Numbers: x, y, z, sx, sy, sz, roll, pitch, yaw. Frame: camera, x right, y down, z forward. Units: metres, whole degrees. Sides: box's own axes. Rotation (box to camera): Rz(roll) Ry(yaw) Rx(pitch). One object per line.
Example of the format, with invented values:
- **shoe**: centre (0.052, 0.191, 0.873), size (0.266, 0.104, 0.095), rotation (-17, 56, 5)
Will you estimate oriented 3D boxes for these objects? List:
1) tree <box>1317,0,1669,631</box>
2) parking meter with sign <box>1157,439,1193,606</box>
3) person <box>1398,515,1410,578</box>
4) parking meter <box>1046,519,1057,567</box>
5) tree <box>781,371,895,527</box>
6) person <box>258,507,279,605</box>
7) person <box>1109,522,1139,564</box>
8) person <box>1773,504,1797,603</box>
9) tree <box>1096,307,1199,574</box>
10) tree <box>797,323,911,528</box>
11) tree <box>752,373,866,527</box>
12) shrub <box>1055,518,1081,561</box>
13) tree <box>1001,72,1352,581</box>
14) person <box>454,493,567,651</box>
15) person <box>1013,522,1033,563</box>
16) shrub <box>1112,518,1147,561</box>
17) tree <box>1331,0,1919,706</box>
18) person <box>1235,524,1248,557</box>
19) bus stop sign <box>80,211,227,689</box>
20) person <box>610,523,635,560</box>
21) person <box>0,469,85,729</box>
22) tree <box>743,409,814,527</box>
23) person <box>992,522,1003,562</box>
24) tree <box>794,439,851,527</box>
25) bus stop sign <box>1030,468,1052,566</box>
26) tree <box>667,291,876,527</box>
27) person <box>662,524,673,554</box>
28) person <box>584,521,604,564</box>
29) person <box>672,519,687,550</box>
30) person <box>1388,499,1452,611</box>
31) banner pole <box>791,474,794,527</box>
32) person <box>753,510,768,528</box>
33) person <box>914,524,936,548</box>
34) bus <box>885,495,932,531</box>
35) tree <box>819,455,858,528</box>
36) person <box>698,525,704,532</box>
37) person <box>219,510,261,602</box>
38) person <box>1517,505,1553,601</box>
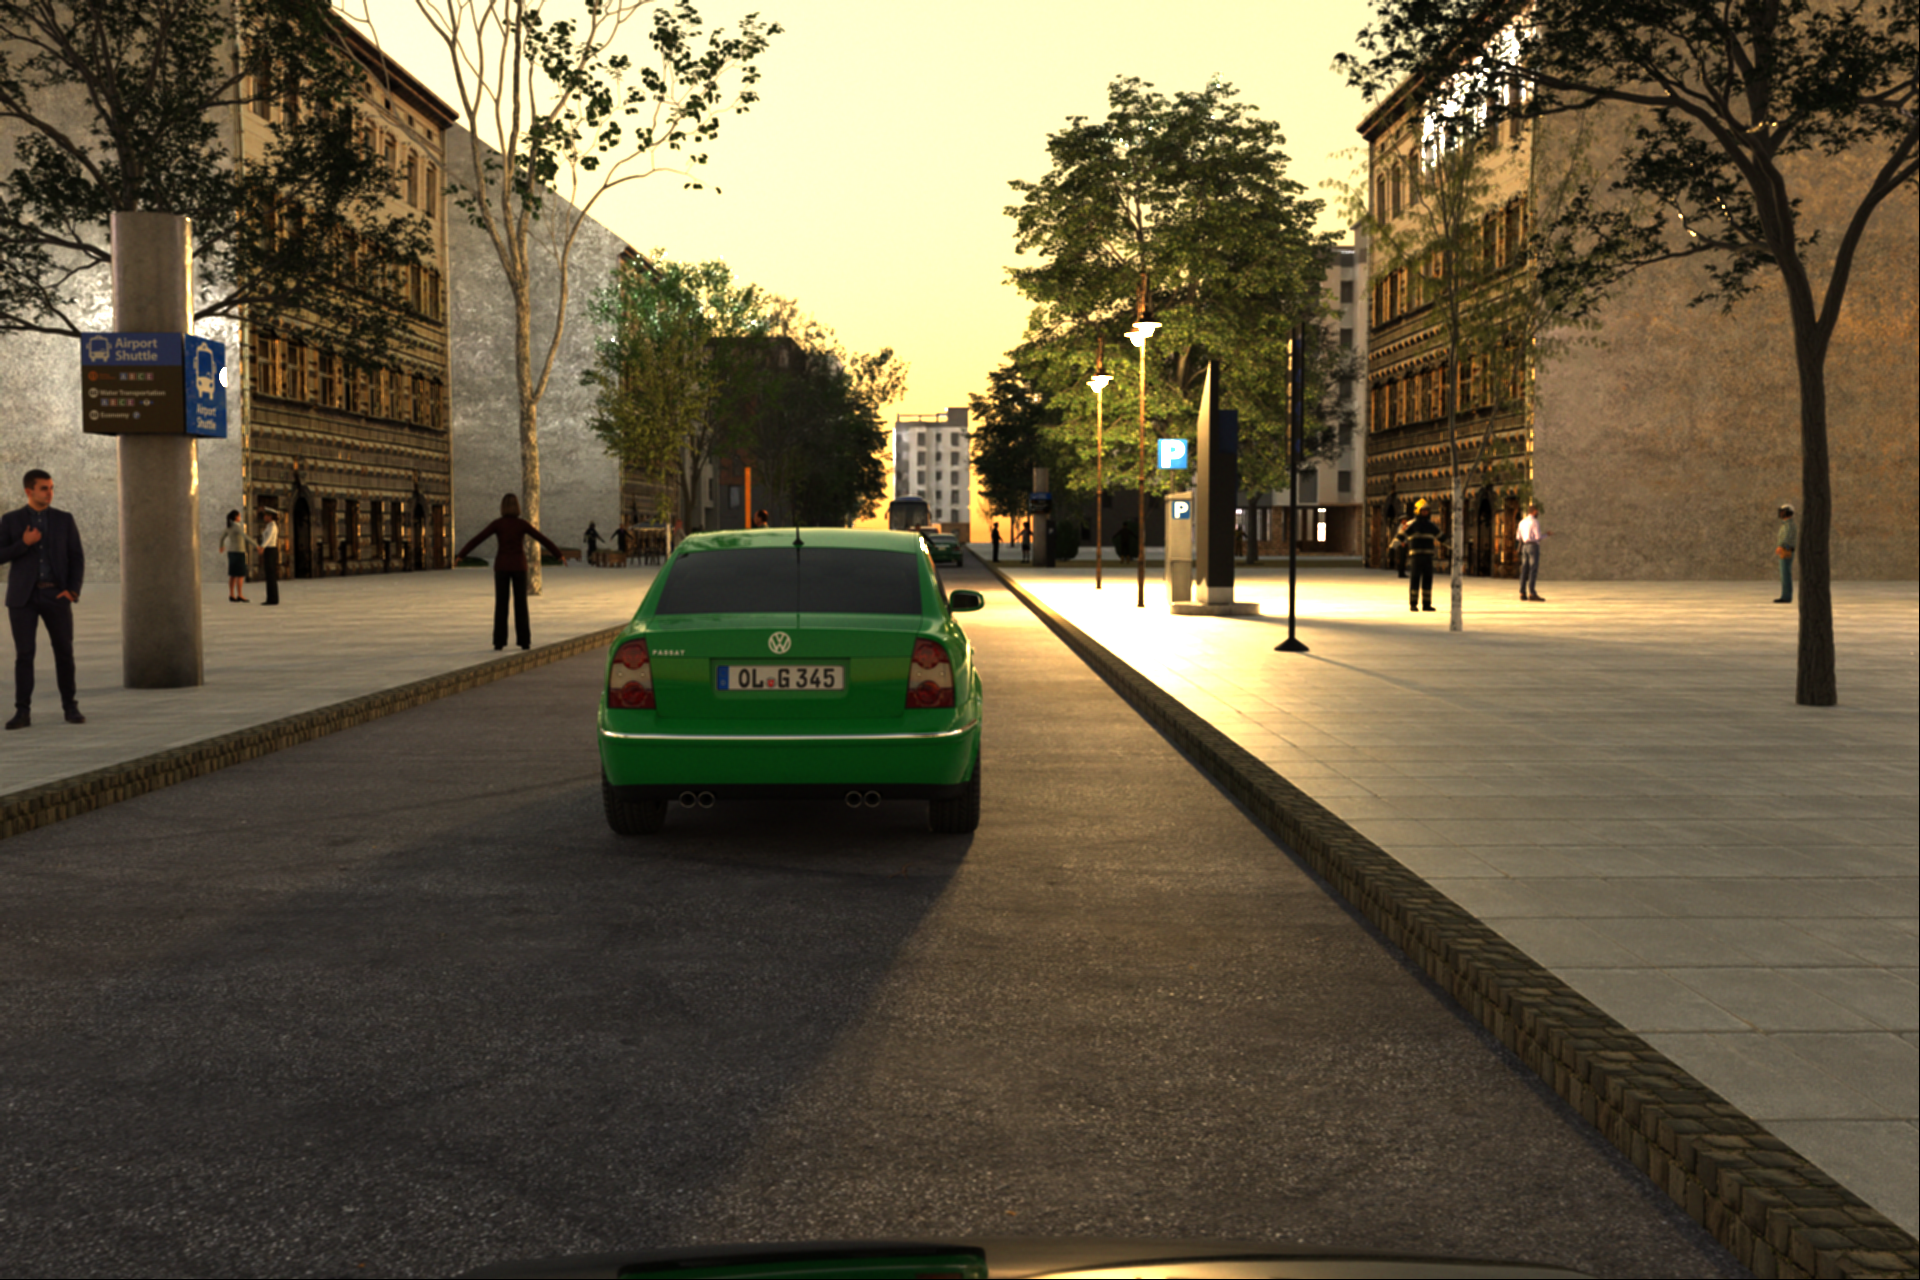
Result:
- **tree**: centre (6.395, -4.432, 22.832), size (4.360, 8.622, 3.978), rotation (0, 3, 0)
- **parking meter with sign**: centre (3.899, -2.129, 31.065), size (0.543, 3.016, 1.738), rotation (0, 3, 0)
- **person**: centre (13.025, -2.754, 50.814), size (0.704, 1.855, 1.343), rotation (1, 4, 22)
- **parking meter**: centre (3.521, -3.740, 66.867), size (0.399, 1.863, 0.255), rotation (0, 4, -1)
- **tree**: centre (-9.651, -13.902, 133.960), size (9.857, 13.997, 8.962), rotation (0, 3, 0)
- **person**: centre (-12.573, -1.524, 31.380), size (0.721, 1.778, 1.216), rotation (-1, 4, -15)
- **person**: centre (7.189, -4.242, 75.500), size (1.346, 1.812, 0.704), rotation (0, 4, -2)
- **person**: centre (15.417, -1.624, 32.386), size (0.704, 1.849, 1.345), rotation (2, 4, 28)
- **tree**: centre (5.852, -6.466, 56.087), size (4.360, 8.622, 3.978), rotation (0, 3, 0)
- **tree**: centre (-11.567, -18.458, 157.683), size (12.611, 20.169, 13.585), rotation (0, 3, 0)
- **tree**: centre (-9.704, -11.186, 108.645), size (9.928, 11.665, 9.643), rotation (0, 3, 0)
- **shrub**: centre (4.886, -4.742, 81.577), size (1.661, 2.075, 1.752), rotation (0, 3, 0)
- **tree**: centre (5.814, -8.590, 47.097), size (9.857, 13.997, 8.962), rotation (0, 3, 0)
- **person**: centre (-4.973, -0.757, 19.182), size (1.215, 1.729, 0.721), rotation (-1, 4, -14)
- **person**: centre (2.896, -4.316, 76.705), size (1.345, 1.843, 0.704), rotation (3, 5, 43)
- **shrub**: centre (8.179, -4.869, 83.641), size (1.661, 2.075, 1.752), rotation (0, 3, 0)
- **tree**: centre (6.668, -4.806, 12.993), size (8.767, 10.594, 7.601), rotation (2, 4, 35)
- **person**: centre (15.895, -5.679, 98.619), size (1.354, 1.858, 0.705), rotation (2, 4, 34)
- **bus stop sign**: centre (-6.726, -1.560, 14.518), size (0.837, 3.901, 0.837), rotation (0, 4, -1)
- **person**: centre (-16.388, -4.756, 83.983), size (1.346, 1.802, 0.704), rotation (-3, 4, -38)
- **person**: centre (-6.161, -0.284, 11.598), size (0.541, 1.710, 0.530), rotation (-1, 4, -22)
- **tree**: centre (-10.022, -8.977, 97.135), size (4.737, 8.622, 4.395), rotation (0, 3, 0)
- **person**: centre (1.669, -4.478, 79.146), size (0.705, 1.837, 1.347), rotation (-1, 4, -16)
- **tree**: centre (-9.978, -10.339, 119.408), size (4.360, 8.622, 3.978), rotation (0, 3, 0)
- **bus stop sign**: centre (3.205, -4.888, 68.935), size (0.837, 3.901, 0.837), rotation (0, 3, 0)
- **tree**: centre (-9.396, -10.797, 86.907), size (12.009, 13.543, 11.850), rotation (0, 3, 0)
- **person**: centre (-15.368, -5.247, 91.763), size (0.705, 1.833, 1.349), rotation (-3, 5, -39)
- **person**: centre (-15.669, -4.165, 73.875), size (0.705, 1.856, 1.354), rotation (2, 4, 25)
- **person**: centre (-9.952, -3.391, 61.594), size (0.704, 1.811, 1.347), rotation (-3, 4, -37)
- **person**: centre (7.674, -1.405, 28.741), size (1.351, 1.858, 0.704), rotation (-1, 4, -15)
- **banner pole**: centre (-6.955, -5.029, 72.243), size (0.401, 3.779, 0.863), rotation (0, 3, 0)
- **person**: centre (-3.027, -1.071, 26.243), size (0.705, 1.796, 1.348), rotation (1, 4, 14)
- **person**: centre (-1.546, -3.366, 63.684), size (1.347, 1.806, 0.705), rotation (0, 4, -8)
- **bus**: centre (-3.231, -7.503, 114.215), size (2.896, 3.916, 12.251), rotation (0, 3, 0)
- **tree**: centre (-9.640, -11.838, 143.905), size (4.360, 8.622, 3.978), rotation (0, 3, 0)
- **person**: centre (-14.460, -5.534, 96.604), size (0.705, 1.813, 1.348), rotation (2, 4, 29)
- **person**: centre (-13.600, -1.583, 32.715), size (1.217, 1.735, 0.721), rotation (2, 4, 32)
- **person**: centre (11.050, -1.670, 33.221), size (0.599, 1.838, 0.709), rotation (-1, 4, -21)
